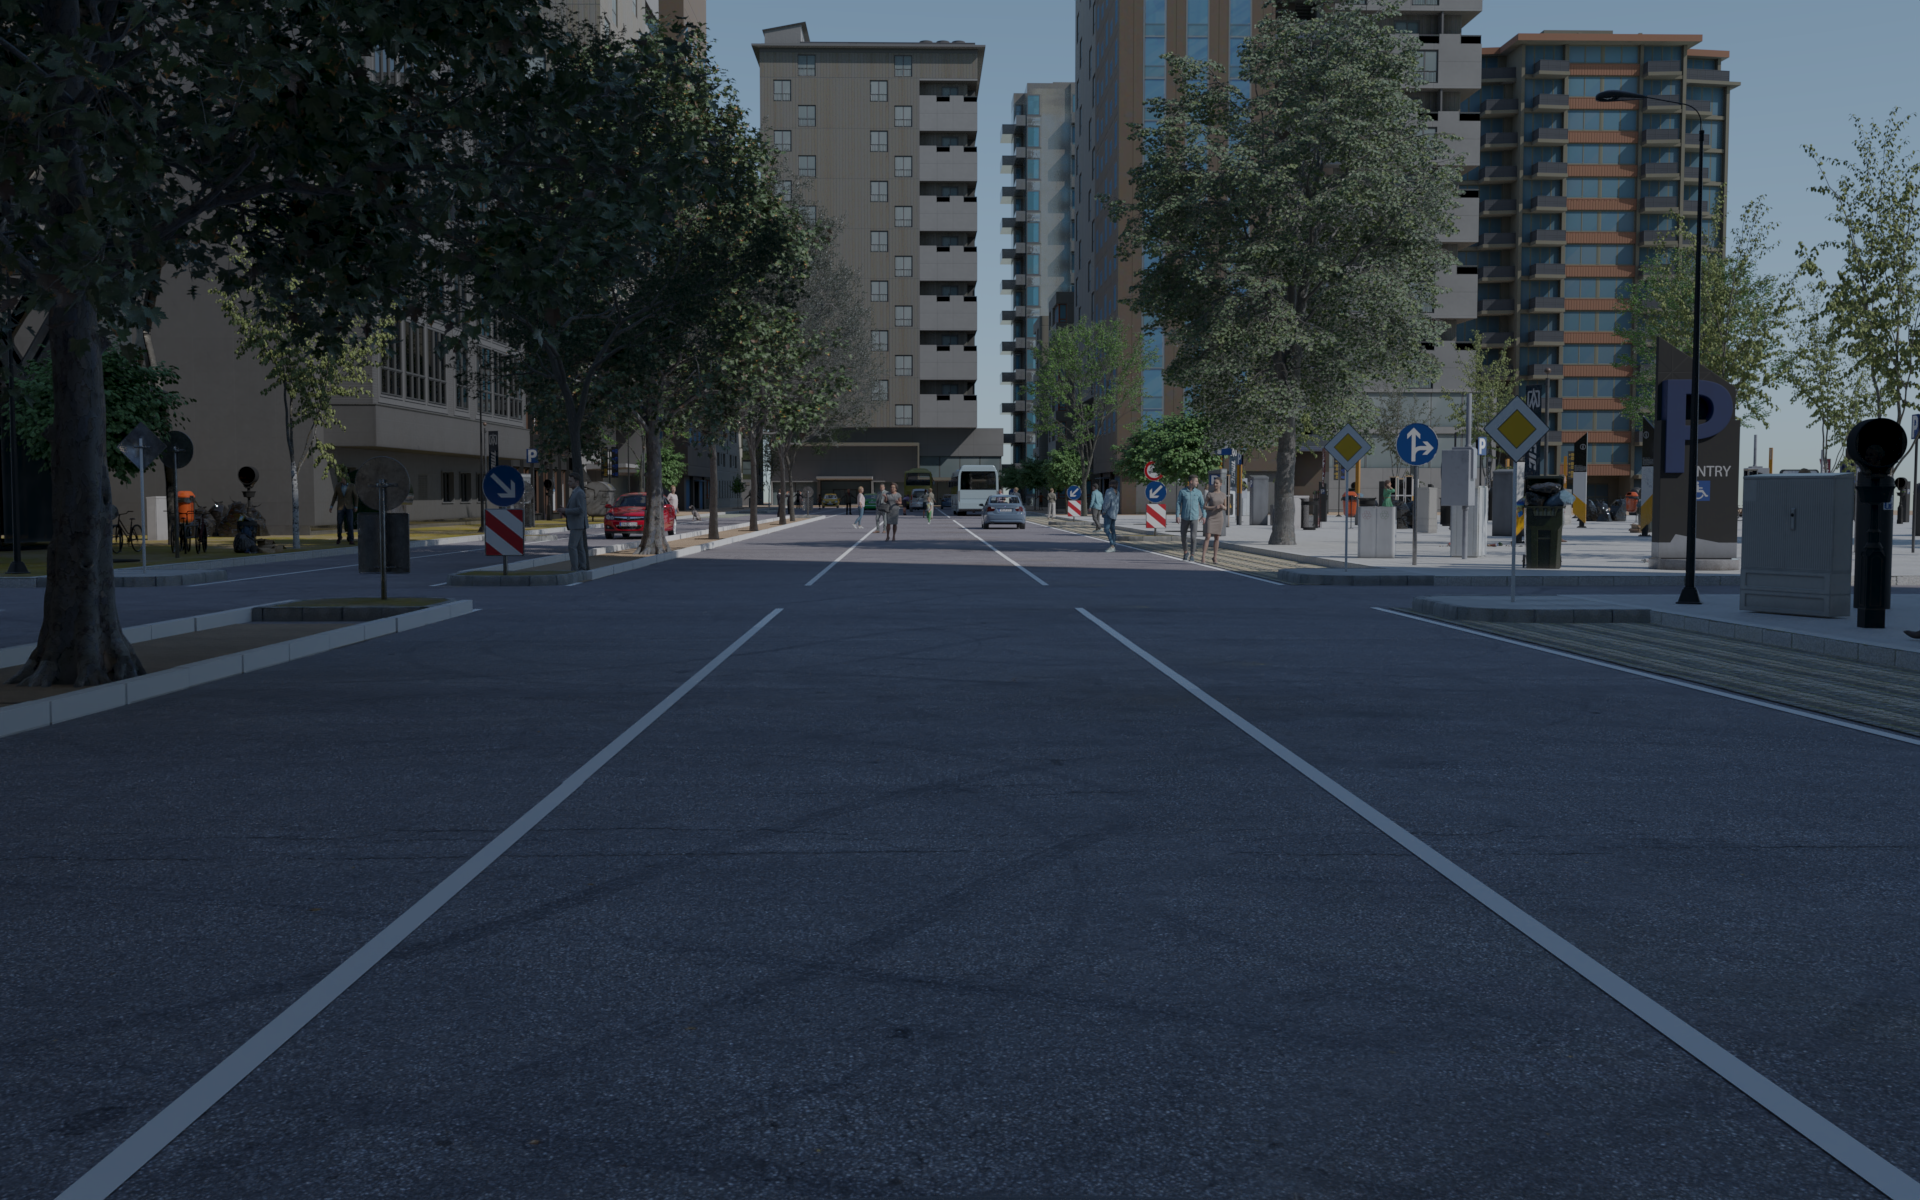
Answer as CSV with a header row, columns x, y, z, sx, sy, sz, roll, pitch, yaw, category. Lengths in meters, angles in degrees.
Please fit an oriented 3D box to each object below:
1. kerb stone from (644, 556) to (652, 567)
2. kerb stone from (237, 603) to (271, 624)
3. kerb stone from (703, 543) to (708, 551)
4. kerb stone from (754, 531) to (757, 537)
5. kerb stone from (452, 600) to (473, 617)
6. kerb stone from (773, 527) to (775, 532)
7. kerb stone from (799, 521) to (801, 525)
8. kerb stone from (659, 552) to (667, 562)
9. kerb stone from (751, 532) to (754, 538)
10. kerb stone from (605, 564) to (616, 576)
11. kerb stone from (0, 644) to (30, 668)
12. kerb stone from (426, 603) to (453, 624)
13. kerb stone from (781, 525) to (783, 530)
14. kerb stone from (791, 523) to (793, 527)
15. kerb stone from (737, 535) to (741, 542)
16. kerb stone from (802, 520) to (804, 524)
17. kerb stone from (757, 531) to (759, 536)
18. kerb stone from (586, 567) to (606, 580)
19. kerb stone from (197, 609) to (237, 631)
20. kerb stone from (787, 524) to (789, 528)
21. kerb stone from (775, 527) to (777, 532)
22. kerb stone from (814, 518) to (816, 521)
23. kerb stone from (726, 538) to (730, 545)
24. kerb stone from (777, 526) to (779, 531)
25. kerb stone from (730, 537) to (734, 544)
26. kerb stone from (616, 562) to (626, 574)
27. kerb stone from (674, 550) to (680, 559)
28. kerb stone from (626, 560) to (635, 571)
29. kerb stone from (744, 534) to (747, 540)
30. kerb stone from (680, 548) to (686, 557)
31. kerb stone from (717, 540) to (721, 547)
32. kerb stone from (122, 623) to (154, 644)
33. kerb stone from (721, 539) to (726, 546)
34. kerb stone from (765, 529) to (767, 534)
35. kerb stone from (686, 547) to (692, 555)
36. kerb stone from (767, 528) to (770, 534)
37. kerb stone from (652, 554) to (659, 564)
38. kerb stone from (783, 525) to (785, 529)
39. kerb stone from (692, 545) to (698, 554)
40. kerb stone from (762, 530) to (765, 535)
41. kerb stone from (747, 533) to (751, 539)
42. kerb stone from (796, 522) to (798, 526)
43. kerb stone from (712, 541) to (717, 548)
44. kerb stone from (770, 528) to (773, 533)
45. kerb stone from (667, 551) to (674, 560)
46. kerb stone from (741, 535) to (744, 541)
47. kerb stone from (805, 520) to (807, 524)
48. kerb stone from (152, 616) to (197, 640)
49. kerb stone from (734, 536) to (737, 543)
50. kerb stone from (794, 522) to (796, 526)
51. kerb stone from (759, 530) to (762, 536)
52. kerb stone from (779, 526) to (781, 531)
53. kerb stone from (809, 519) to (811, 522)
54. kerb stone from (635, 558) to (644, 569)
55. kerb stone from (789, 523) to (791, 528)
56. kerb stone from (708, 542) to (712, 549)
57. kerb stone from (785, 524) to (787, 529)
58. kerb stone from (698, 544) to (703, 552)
x,y,z,sx,sy,sz,roll,pitch,yaw,category
-6.301,-0.746,34.387,0.120,0.150,1.000,0,4,-1,kerb stone
-8.029,0.166,19.482,0.120,0.150,1.000,0,4,-1,kerb stone
-6.541,-1.310,43.616,0.120,0.150,1.000,0,4,-1,kerb stone
-6.872,-2.115,56.934,0.120,0.150,1.000,0,4,-1,kerb stone
-5.955,0.104,20.488,0.120,0.150,1.000,0,4,-1,kerb stone
-7.060,-2.552,64.102,0.120,0.150,1.000,0,4,-1,kerb stone
-7.415,-3.441,78.451,0.120,0.150,1.000,0,4,-1,kerb stone
-6.359,-0.871,36.444,0.120,0.150,1.000,0,4,-1,kerb stone
-6.848,-2.062,55.911,0.120,0.150,1.000,0,4,-1,kerb stone
-6.211,-0.495,30.288,0.120,0.150,1.000,0,4,-1,kerb stone
-7.898,0.479,14.365,0.120,0.150,1.000,0,4,-1,kerb stone
-5.928,0.168,19.466,0.120,0.150,1.000,0,4,-1,kerb stone
-7.159,-2.814,68.198,0.120,0.150,1.000,0,4,-1,kerb stone
-7.293,-3.127,73.326,0.120,0.150,1.000,0,4,-1,kerb stone
-6.749,-1.811,51.806,0.120,0.150,1.000,0,4,-1,kerb stone
-7.466,-3.566,80.498,0.120,0.150,1.000,0,4,-1,kerb stone
-6.901,-2.187,57.959,0.120,0.150,1.000,0,4,-1,kerb stone
-6.180,-0.432,29.259,0.120,0.150,1.000,0,4,-1,kerb stone
-7.989,0.228,18.461,0.120,0.150,1.000,0,4,-1,kerb stone
-7.240,-3.001,71.264,0.120,0.150,1.000,0,4,-1,kerb stone
-7.091,-2.626,65.123,0.120,0.150,1.000,0,4,-1,kerb stone
-7.700,-4.132,89.747,0.120,0.150,1.000,0,4,-1,kerb stone
-6.671,-1.621,48.736,0.120,0.150,1.000,0,4,-1,kerb stone
-7.107,-2.687,66.145,0.120,0.150,1.000,0,4,-1,kerb stone
-6.691,-1.686,49.762,0.120,0.150,1.000,0,4,-1,kerb stone
-6.228,-0.557,31.314,0.120,0.150,1.000,0,4,-1,kerb stone
-6.408,-0.997,38.489,0.120,0.150,1.000,0,4,-1,kerb stone
-6.254,-0.615,32.338,0.120,0.150,1.000,0,4,-1,kerb stone
-6.798,-1.937,53.867,0.120,0.150,1.000,0,4,-1,kerb stone
-6.432,-1.059,39.516,0.120,0.150,1.000,0,4,-1,kerb stone
-6.622,-1.498,46.692,0.120,0.150,1.000,0,4,-1,kerb stone
-7.946,0.355,16.409,0.120,0.150,1.000,0,4,-1,kerb stone
-6.642,-1.560,47.714,0.120,0.150,1.000,0,4,-1,kerb stone
-6.980,-2.375,61.026,0.120,0.150,1.000,0,4,-1,kerb stone
-6.459,-1.116,40.543,0.120,0.150,1.000,0,4,-1,kerb stone
-7.011,-2.436,62.048,0.120,0.150,1.000,0,4,-1,kerb stone
-6.341,-0.808,35.411,0.120,0.150,1.000,0,4,-1,kerb stone
-7.190,-2.876,69.220,0.120,0.150,1.000,0,4,-1,kerb stone
-6.483,-1.185,41.565,0.120,0.150,1.000,0,4,-1,kerb stone
-6.950,-2.309,60.004,0.120,0.150,1.000,0,4,-1,kerb stone
-6.820,-1.994,54.890,0.120,0.150,1.000,0,4,-1,kerb stone
-7.373,-3.315,76.396,0.120,0.150,1.000,0,4,-1,kerb stone
-6.586,-1.434,45.660,0.120,0.150,1.000,0,4,-1,kerb stone
-7.020,-2.499,63.070,0.120,0.150,1.000,0,4,-1,kerb stone
-6.383,-0.933,37.467,0.120,0.150,1.000,0,4,-1,kerb stone
-6.768,-1.874,52.836,0.120,0.150,1.000,0,4,-1,kerb stone
-7.528,-3.692,82.558,0.120,0.150,1.000,0,4,-1,kerb stone
-7.979,0.292,17.439,0.120,0.150,1.000,0,4,-1,kerb stone
-6.719,-1.748,50.784,0.120,0.150,1.000,0,4,-1,kerb stone
-7.333,-3.253,75.374,0.120,0.150,1.000,0,4,-1,kerb stone
-6.929,-2.250,58.980,0.120,0.150,1.000,0,4,-1,kerb stone
-7.133,-2.751,67.168,0.120,0.150,1.000,0,4,-1,kerb stone
-7.600,-3.877,85.648,0.120,0.150,1.000,0,4,-1,kerb stone
-6.275,-0.679,33.365,0.120,0.150,1.000,0,4,-1,kerb stone
-7.263,-3.064,72.287,0.120,0.150,1.000,0,4,-1,kerb stone
-6.572,-1.373,44.637,0.120,0.150,1.000,0,4,-1,kerb stone
-7.220,-2.930,70.242,0.120,0.150,1.000,0,4,-1,kerb stone
-6.507,-1.247,42.587,0.120,0.150,1.000,0,4,-1,kerb stone
